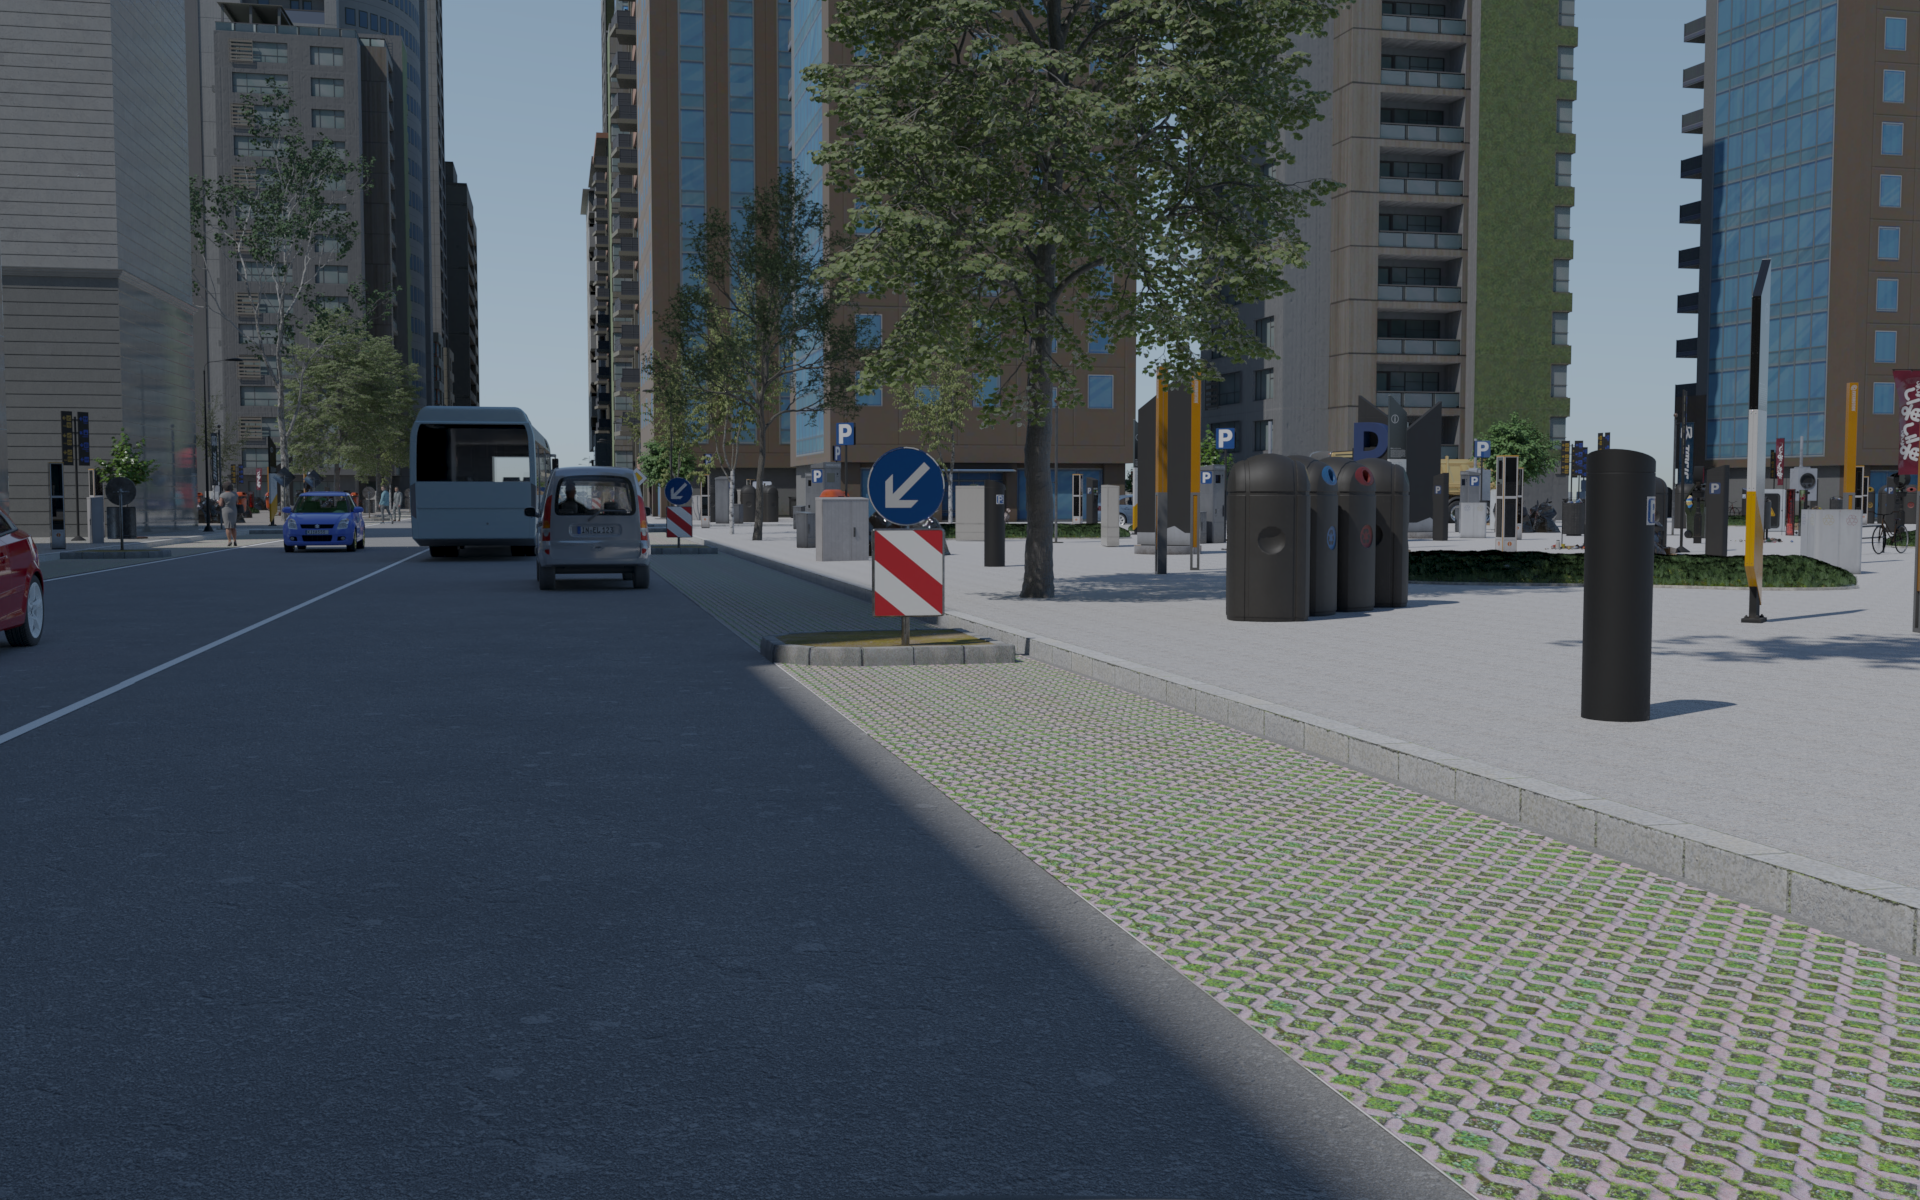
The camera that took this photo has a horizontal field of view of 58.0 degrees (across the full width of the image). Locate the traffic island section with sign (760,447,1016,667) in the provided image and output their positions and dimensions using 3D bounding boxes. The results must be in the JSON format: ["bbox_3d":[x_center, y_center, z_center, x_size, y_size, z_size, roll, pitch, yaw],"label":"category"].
[{"bbox_3d":[-0.724,-0.407,15.281,1.989,1.847,2.006,-1,4,-13],"label":"traffic island section with sign"}]

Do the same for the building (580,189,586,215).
[{"bbox_3d":[-48.769,-42.969,291.789,28.713,52.752,27.495,-1,4,-13],"label":"building"}]

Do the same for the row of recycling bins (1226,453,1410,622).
[{"bbox_3d":[3.883,-0.713,18.769,1.069,1.692,3.534,3,4,36],"label":"row of recycling bins"}]

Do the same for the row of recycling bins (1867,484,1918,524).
[{"bbox_3d":[40.213,-4.101,74.169,3.534,1.692,1.069,2,4,23],"label":"row of recycling bins"}]

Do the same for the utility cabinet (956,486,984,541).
[{"bbox_3d":[0.485,-2.345,47.028,1.173,1.500,0.318,1,4,8],"label":"utility cabinet"}]

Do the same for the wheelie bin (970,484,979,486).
[{"bbox_3d":[0.435,-2.853,54.555,0.693,1.594,0.980,-1,4,-22],"label":"wheelie bin"}]

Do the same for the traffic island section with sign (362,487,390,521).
[{"bbox_3d":[-31.456,-5.118,92.299,1.989,1.847,2.006,-1,4,-13],"label":"traffic island section with sign"}]

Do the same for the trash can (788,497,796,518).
[{"bbox_3d":[-8.790,-4.925,92.173,0.748,1.137,0.748,0,3,0],"label":"trash can"}]

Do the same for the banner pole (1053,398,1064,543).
[{"bbox_3d":[2.288,-3.383,45.323,0.863,3.779,0.401,0,4,7],"label":"banner pole"}]

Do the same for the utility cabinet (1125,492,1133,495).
[{"bbox_3d":[12.788,-7.345,128.763,1.173,1.500,0.318,2,4,26],"label":"utility cabinet"}]

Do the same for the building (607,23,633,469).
[{"bbox_3d":[-24.412,-28.897,156.053,14.154,41.232,14.086,-1,4,-13],"label":"building"}]

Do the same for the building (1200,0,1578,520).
[{"bbox_3d":[21.306,-24.751,88.268,14.086,41.232,14.154,-1,4,-13],"label":"building"}]

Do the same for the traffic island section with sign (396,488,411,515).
[{"bbox_3d":[-37.659,-6.731,118.678,1.989,1.847,2.006,-1,4,-13],"label":"traffic island section with sign"}]

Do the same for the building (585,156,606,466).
[{"bbox_3d":[-41.717,-41.346,265.252,28.713,52.752,27.495,-1,4,-13],"label":"building"}]

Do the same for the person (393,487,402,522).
[{"bbox_3d":[-29.399,-5.007,90.470,0.635,1.810,0.391,1,4,21],"label":"person"}]

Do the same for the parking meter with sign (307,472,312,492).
[{"bbox_3d":[-51.178,-8.546,135.995,0.543,3.016,1.738,0,4,-5],"label":"parking meter with sign"}]

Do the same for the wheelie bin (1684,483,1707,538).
[{"bbox_3d":[21.475,-2.589,50.243,0.980,1.594,0.693,-3,5,-40],"label":"wheelie bin"}]

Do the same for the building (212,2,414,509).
[{"bbox_3d":[-54.964,-28.439,148.566,14.154,41.232,14.086,-1,4,-13],"label":"building"}]

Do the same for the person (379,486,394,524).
[{"bbox_3d":[-27.461,-4.553,82.799,0.748,1.841,0.638,2,4,30],"label":"person"}]

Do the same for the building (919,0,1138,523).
[{"bbox_3d":[-0.394,-26.519,83.702,14.200,45.320,14.600,-1,4,-13],"label":"building"}]

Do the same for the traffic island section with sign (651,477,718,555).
[{"bbox_3d":[-6.938,-2.026,41.760,1.989,1.847,2.006,-1,4,-13],"label":"traffic island section with sign"}]

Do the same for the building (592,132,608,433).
[{"bbox_3d":[-32.826,-33.922,209.250,22.147,44.769,28.867,-1,4,-13],"label":"building"}]

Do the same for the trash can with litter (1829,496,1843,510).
[{"bbox_3d":[33.082,-3.375,66.242,2.233,1.210,1.678,0,4,2],"label":"trash can with litter"}]

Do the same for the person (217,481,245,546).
[{"bbox_3d":[-19.878,-2.347,47.230,0.532,1.782,0.716,3,5,43],"label":"person"}]

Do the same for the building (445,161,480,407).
[{"bbox_3d":[-82.219,-38.485,252.924,21.300,48.544,21.600,-1,4,-13],"label":"building"}]

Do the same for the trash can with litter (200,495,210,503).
[{"bbox_3d":[-45.767,-5.688,104.055,2.233,1.210,1.678,-1,4,-23],"label":"trash can with litter"}]

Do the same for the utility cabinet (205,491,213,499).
[{"bbox_3d":[-56.149,-7.432,130.185,1.173,1.500,0.318,1,4,19],"label":"utility cabinet"}]

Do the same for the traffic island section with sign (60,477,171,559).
[{"bbox_3d":[-18.931,-1.855,38.963,1.989,1.847,2.006,-1,4,-13],"label":"traffic island section with sign"}]

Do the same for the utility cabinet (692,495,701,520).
[{"bbox_3d":[-12.623,-4.476,84.350,1.020,1.237,0.306,3,5,40],"label":"utility cabinet"}]

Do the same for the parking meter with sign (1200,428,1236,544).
[{"bbox_3d":[6.550,-2.991,45.170,0.543,3.016,1.738,2,4,35],"label":"parking meter with sign"}]

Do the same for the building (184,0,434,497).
[{"bbox_3d":[-63.139,-38.276,167.813,21.231,58.520,28.212,-1,4,-13],"label":"building"}]

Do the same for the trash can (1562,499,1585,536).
[{"bbox_3d":[18.791,-2.528,52.989,0.748,1.137,0.748,0,3,0],"label":"trash can"}]

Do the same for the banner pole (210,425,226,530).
[{"bbox_3d":[-26.697,-4.418,62.251,0.401,3.779,0.863,0,4,3],"label":"banner pole"}]

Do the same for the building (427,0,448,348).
[{"bbox_3d":[-77.312,-48.532,231.744,20.563,71.187,20.611,-1,4,-13],"label":"building"}]

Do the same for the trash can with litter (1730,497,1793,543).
[{"bbox_3d":[21.294,-2.147,46.161,1.678,1.210,2.233,2,4,33],"label":"trash can with litter"}]

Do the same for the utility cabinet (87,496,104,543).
[{"bbox_3d":[-22.720,-2.100,45.497,0.306,1.237,1.020,-2,4,-32],"label":"utility cabinet"}]

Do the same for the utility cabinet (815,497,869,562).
[{"bbox_3d":[-2.254,-1.350,33.226,1.020,1.237,0.306,-2,4,-32],"label":"utility cabinet"}]

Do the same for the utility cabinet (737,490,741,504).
[{"bbox_3d":[-11.499,-5.073,91.626,1.173,1.500,0.318,0,4,7],"label":"utility cabinet"}]

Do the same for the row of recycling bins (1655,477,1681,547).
[{"bbox_3d":[14.391,-1.818,36.833,1.069,1.692,3.534,1,4,14],"label":"row of recycling bins"}]

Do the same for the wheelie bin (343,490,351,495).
[{"bbox_3d":[-50.346,-8.221,142.325,0.693,1.594,0.980,2,4,32],"label":"wheelie bin"}]

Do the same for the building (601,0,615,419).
[{"bbox_3d":[-40.944,-49.050,240.211,20.563,71.187,20.611,-1,4,-13],"label":"building"}]

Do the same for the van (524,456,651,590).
[{"bbox_3d":[-5.864,-1.249,27.430,2.013,2.044,4.112,-1,4,-14],"label":"van"}]

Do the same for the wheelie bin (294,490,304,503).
[{"bbox_3d":[-48.562,-7.316,127.522,0.980,1.594,0.693,0,4,8],"label":"wheelie bin"}]

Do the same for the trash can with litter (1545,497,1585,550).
[{"bbox_3d":[14.707,-1.789,40.309,2.233,1.210,1.678,1,4,11],"label":"trash can with litter"}]

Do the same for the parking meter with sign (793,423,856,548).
[{"bbox_3d":[-3.251,-2.779,41.699,0.543,3.016,1.738,2,4,34],"label":"parking meter with sign"}]

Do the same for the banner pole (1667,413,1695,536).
[{"bbox_3d":[22.256,-3.881,53.471,0.401,3.779,0.863,-2,4,-35],"label":"banner pole"}]

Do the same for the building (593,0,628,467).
[{"bbox_3d":[-26.481,-52.954,178.470,22.319,86.520,31.000,-1,4,-13],"label":"building"}]

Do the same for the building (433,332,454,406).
[{"bbox_3d":[-72.380,-21.469,196.055,27.650,21.520,28.899,-1,4,-13],"label":"building"}]

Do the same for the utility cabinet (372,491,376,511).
[{"bbox_3d":[-44.578,-7.519,131.612,1.173,1.500,0.318,2,4,23],"label":"utility cabinet"}]

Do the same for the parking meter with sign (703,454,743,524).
[{"bbox_3d":[-10.176,-4.799,74.730,1.738,3.016,0.543,2,4,23],"label":"parking meter with sign"}]

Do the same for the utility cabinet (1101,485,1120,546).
[{"bbox_3d":[3.684,-2.061,42.381,0.318,1.500,1.173,0,4,-3],"label":"utility cabinet"}]

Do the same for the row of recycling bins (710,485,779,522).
[{"bbox_3d":[-10.033,-4.389,78.869,3.534,1.692,1.069,0,4,-6],"label":"row of recycling bins"}]

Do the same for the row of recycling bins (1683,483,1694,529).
[{"bbox_3d":[27.697,-3.563,65.361,1.069,1.692,3.534,3,4,36],"label":"row of recycling bins"}]

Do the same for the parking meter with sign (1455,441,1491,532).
[{"bbox_3d":[16.935,-3.742,57.446,0.543,3.016,1.738,0,4,-8],"label":"parking meter with sign"}]
